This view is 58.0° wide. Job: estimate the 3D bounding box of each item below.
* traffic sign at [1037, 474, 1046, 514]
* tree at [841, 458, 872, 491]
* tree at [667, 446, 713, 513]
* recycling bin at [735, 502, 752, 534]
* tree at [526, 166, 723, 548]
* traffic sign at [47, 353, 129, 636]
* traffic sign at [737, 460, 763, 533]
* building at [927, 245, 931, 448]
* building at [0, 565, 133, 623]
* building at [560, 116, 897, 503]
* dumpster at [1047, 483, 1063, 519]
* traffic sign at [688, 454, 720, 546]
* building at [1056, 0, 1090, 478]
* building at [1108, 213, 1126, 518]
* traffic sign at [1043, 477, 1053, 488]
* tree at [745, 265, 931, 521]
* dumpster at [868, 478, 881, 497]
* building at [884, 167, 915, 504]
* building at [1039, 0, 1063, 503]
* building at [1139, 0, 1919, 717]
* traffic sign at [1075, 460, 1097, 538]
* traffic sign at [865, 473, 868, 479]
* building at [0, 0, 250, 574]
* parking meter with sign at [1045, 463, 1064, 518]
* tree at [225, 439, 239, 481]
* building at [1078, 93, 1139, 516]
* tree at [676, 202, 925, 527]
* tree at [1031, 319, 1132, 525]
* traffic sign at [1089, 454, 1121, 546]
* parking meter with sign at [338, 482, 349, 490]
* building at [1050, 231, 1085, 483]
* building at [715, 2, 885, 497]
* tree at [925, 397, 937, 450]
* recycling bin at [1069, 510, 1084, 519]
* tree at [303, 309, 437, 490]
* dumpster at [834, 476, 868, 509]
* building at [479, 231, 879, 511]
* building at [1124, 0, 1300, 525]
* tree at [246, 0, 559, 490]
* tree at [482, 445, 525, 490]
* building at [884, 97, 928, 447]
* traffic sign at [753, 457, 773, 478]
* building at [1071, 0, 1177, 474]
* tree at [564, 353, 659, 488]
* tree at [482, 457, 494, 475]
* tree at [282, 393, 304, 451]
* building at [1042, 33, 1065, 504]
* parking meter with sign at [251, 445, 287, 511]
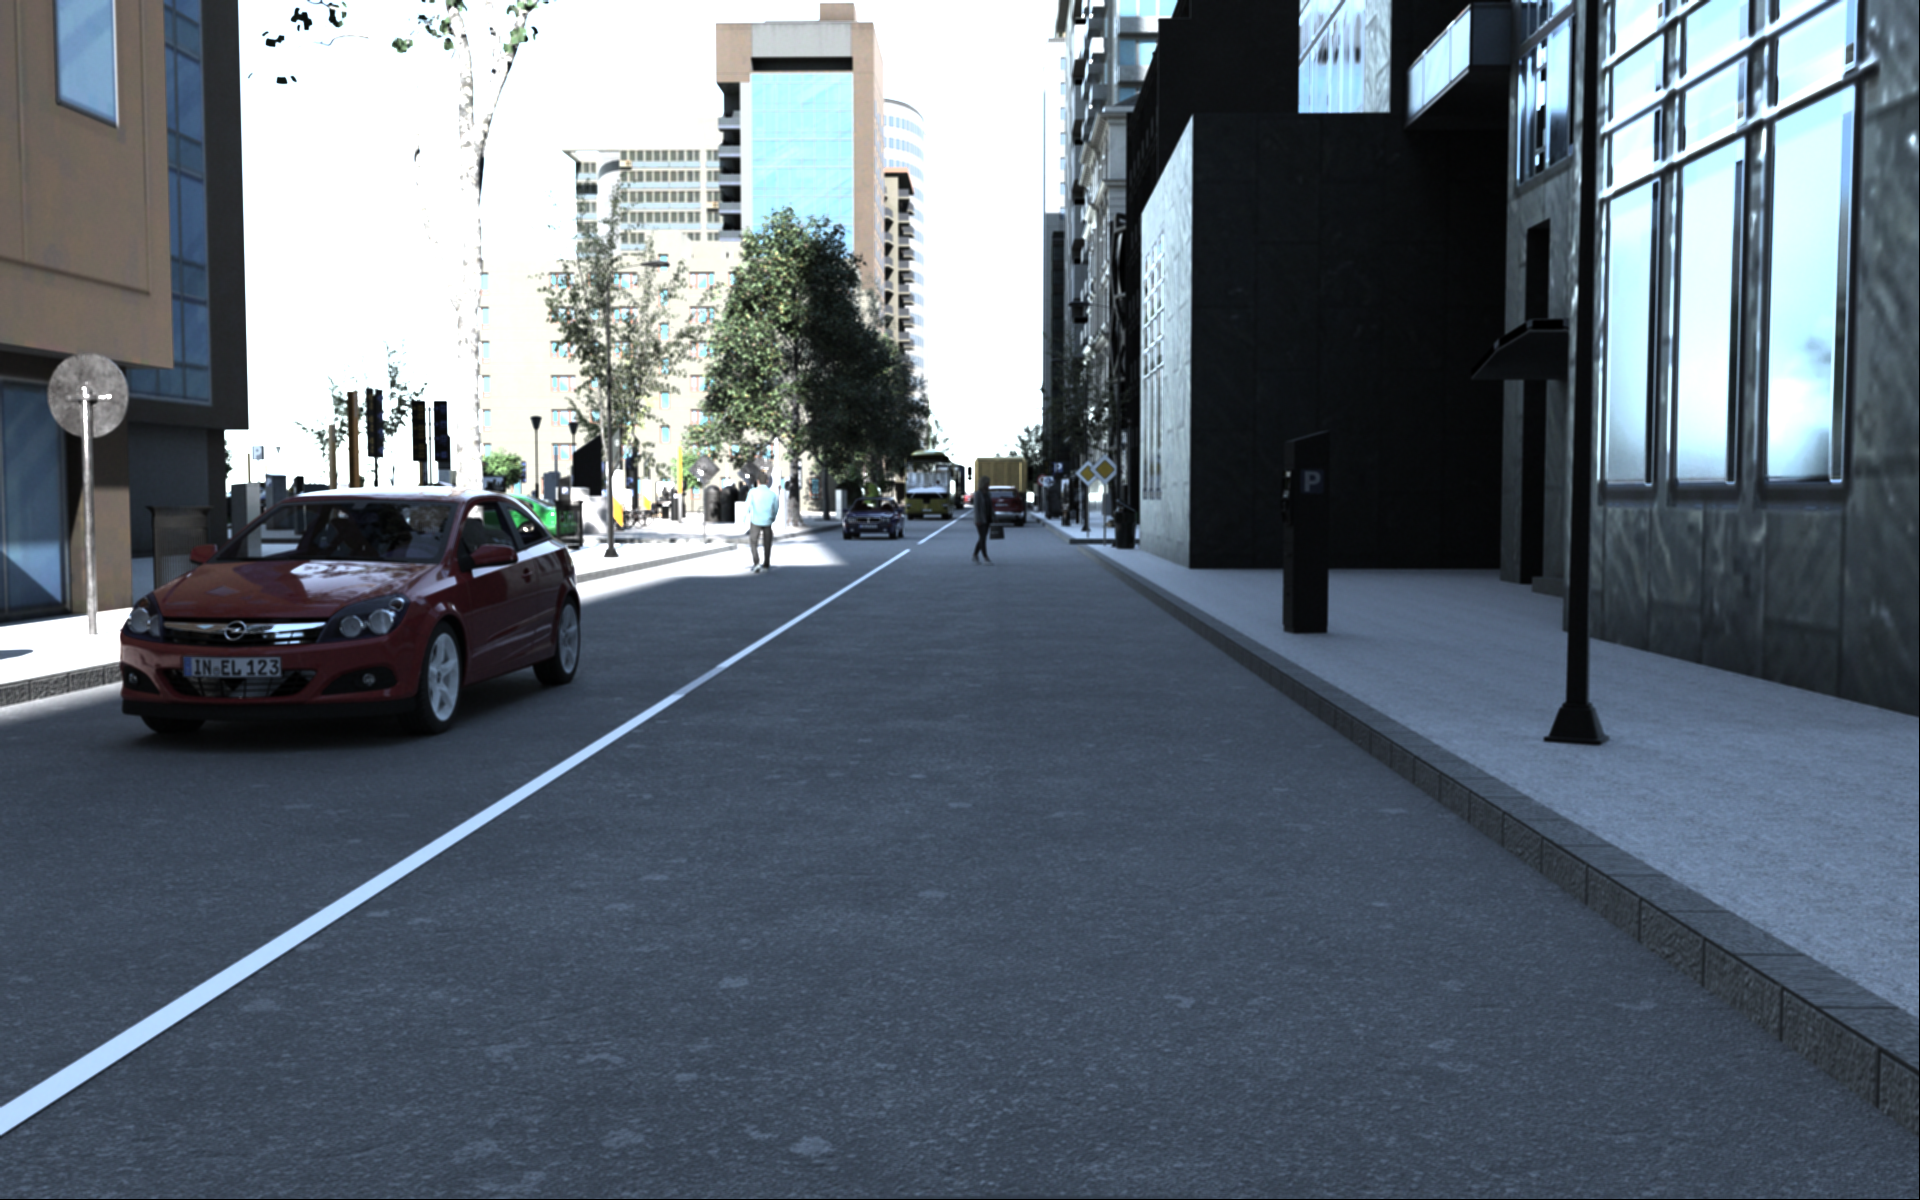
[{"bbox_3d":[5.357,-6.836,111.879,0.768,2.556,0.104,0,4,8],"label":"traffic sign"},{"bbox_3d":[-5.803,-6.104,94.399,1.663,3.219,1.824,0,3,0],"label":"tree"},{"bbox_3d":[-18.479,-8.270,118.931,4.285,4.588,4.351,0,3,0],"label":"tree"},{"bbox_3d":[-6.705,-2.621,55.401,0.722,1.027,0.722,-3,5,-41],"label":"recycling bin"},{"bbox_3d":[-7.824,-5.450,39.467,4.360,8.622,3.978,0,3,0],"label":"tree"},{"bbox_3d":[-7.866,-0.950,15.633,0.768,2.556,0.104,0,4,5],"label":"traffic sign"},{"bbox_3d":[-6.186,-2.901,51.067,0.795,2.450,0.064,0,4,1],"label":"traffic sign"},{"bbox_3d":[-12.001,-36.297,277.045,14.154,41.232,14.086,0,4,1],"label":"building"},{"bbox_3d":[-16.005,-22.108,11.570,14.600,45.320,14.200,0,4,1],"label":"building"},{"bbox_3d":[-23.194,-30.000,182.373,32.217,40.220,23.993,0,4,1],"label":"building"},{"bbox_3d":[5.078,-5.063,88.536,1.264,1.857,1.865,0,4,1],"label":"dumpster"},{"bbox_3d":[-6.359,-2.412,43.083,0.795,2.450,0.064,0,4,1],"label":"traffic sign"},{"bbox_3d":[24.109,-35.476,169.271,28.713,52.752,27.495,0,4,1],"label":"building"},{"bbox_3d":[16.380,-13.801,93.103,16.820,18.784,16.811,0,4,1],"label":"building"},{"bbox_3d":[5.112,-6.008,100.365,0.606,2.300,0.079,0,4,7],"label":"traffic sign"},{"bbox_3d":[-6.614,-10.593,83.560,12.009,13.543,11.850,0,3,0],"label":"tree"},{"bbox_3d":[-5.556,-6.233,104.408,1.502,2.255,1.985,0,4,1],"label":"dumpster"},{"bbox_3d":[-17.286,-34.998,226.841,22.147,44.769,28.867,0,4,1],"label":"building"},{"bbox_3d":[21.720,-49.631,249.717,20.563,71.187,20.611,0,4,1],"label":"building"},{"bbox_3d":[14.986,-43.376,21.865,22.319,86.520,31.000,0,4,1],"label":"building"},{"bbox_3d":[3.756,-2.886,50.831,0.795,2.450,0.064,0,4,1],"label":"traffic sign"},{"bbox_3d":[-5.729,-6.456,105.555,0.884,2.594,0.081,0,4,5],"label":"traffic sign"},{"bbox_3d":[-23.157,-23.286,30.841,14.200,45.320,14.600,0,4,1],"label":"building"},{"bbox_3d":[5.158,-6.058,95.316,0.543,3.016,1.738,1,4,22],"label":"parking meter with sign"},{"bbox_3d":[-35.208,-5.904,80.244,4.285,4.588,4.351,0,3,0],"label":"tree"},{"bbox_3d":[15.109,-19.914,112.982,14.401,28.519,23.554,0,4,1],"label":"building"},{"bbox_3d":[-6.466,-9.254,68.318,9.611,12.733,9.660,0,3,0],"label":"tree"},{"bbox_3d":[5.102,-7.458,72.299,4.360,8.622,3.978,0,3,0],"label":"tree"},{"bbox_3d":[3.582,-2.398,42.847,0.795,2.450,0.064,0,4,1],"label":"traffic sign"},{"bbox_3d":[-40.358,-7.168,113.453,1.738,3.016,0.543,-3,5,-40],"label":"parking meter with sign"},{"bbox_3d":[16.986,-25.688,191.704,14.160,30.474,14.107,0,4,1],"label":"building"},{"bbox_3d":[-14.421,-31.349,162.670,14.600,45.320,14.200,0,4,1],"label":"building"},{"bbox_3d":[-6.038,-12.378,119.381,9.611,12.733,9.660,0,3,0],"label":"tree"},{"bbox_3d":[6.139,-4.748,90.180,0.722,1.027,0.722,-3,4,-37],"label":"recycling bin"},{"bbox_3d":[-22.729,-7.230,68.580,4.360,8.622,3.978,0,3,0],"label":"tree"},{"bbox_3d":[-5.843,-5.451,91.614,1.502,2.255,1.985,0,4,1],"label":"dumpster"},{"bbox_3d":[-21.420,-18.142,141.659,27.650,21.520,28.899,0,4,1],"label":"building"},{"bbox_3d":[13.546,-14.768,71.142,12.332,23.373,15.834,0,4,1],"label":"building"},{"bbox_3d":[-6.444,-10.434,26.481,12.611,20.169,13.585,0,3,0],"label":"tree"},{"bbox_3d":[-31.019,-8.145,116.886,4.285,4.588,4.351,0,3,0],"label":"tree"},{"bbox_3d":[-15.851,-43.630,255.346,21.231,58.520,28.212,0,4,1],"label":"building"},{"bbox_3d":[-6.826,-3.653,59.830,0.768,2.556,0.104,0,4,2],"label":"traffic sign"},{"bbox_3d":[21.335,-31.860,140.516,23.786,49.044,30.456,0,4,1],"label":"building"},{"bbox_3d":[-17.165,-8.304,86.125,4.737,8.622,4.395,0,3,0],"label":"tree"},{"bbox_3d":[-21.429,-5.067,77.454,1.663,3.219,1.824,0,3,0],"label":"tree"},{"bbox_3d":[-32.874,-8.574,90.548,4.360,8.622,3.978,0,3,0],"label":"tree"},{"bbox_3d":[21.231,-41.819,225.743,21.231,58.520,28.212,0,4,1],"label":"building"},{"bbox_3d":[-24.607,-4.044,62.388,0.543,3.016,1.738,2,4,25],"label":"parking meter with sign"}]
